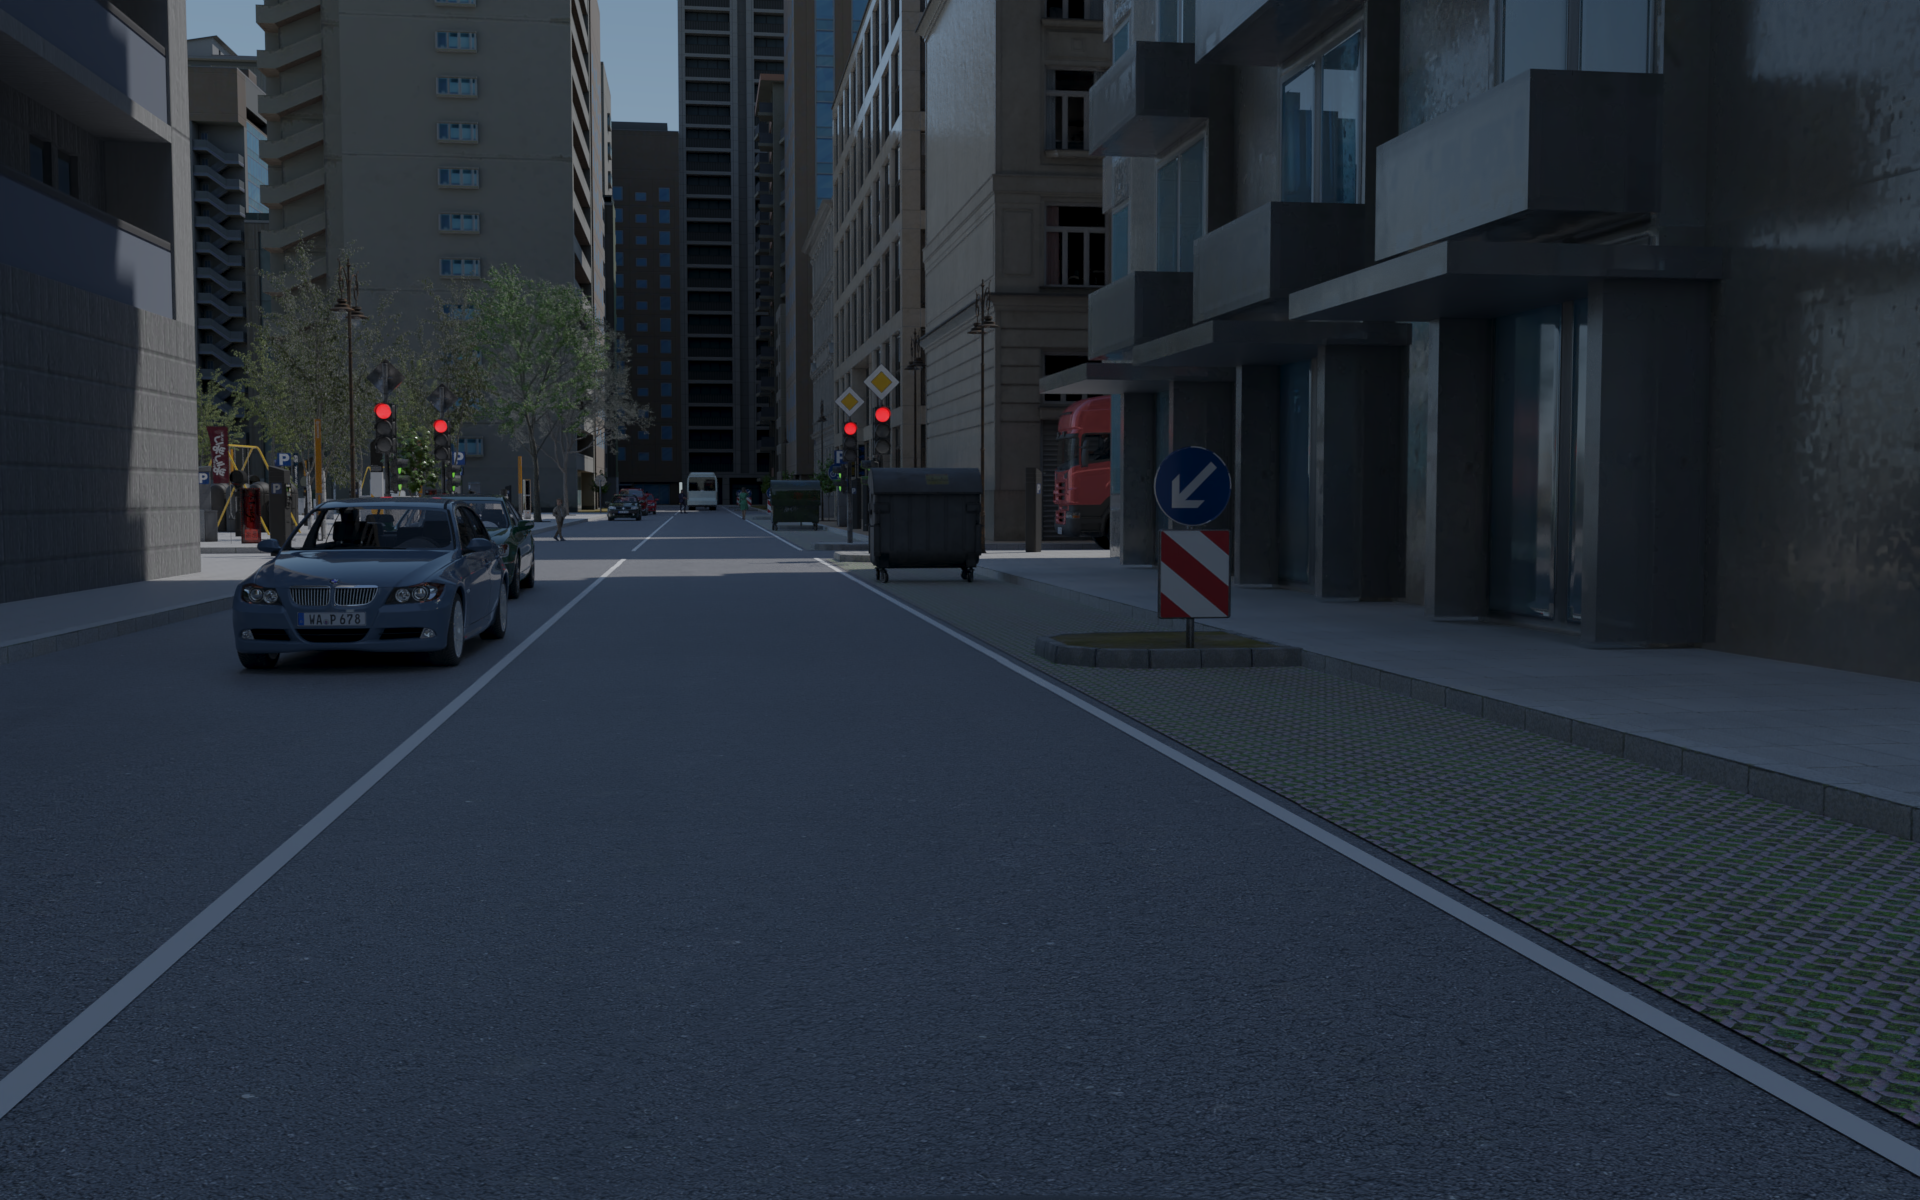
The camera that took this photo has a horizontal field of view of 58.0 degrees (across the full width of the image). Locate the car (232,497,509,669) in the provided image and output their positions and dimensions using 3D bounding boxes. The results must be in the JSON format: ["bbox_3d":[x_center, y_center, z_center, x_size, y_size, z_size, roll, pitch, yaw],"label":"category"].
[{"bbox_3d":[-5.220,-0.233,15.810,2.014,1.417,4.499,0,4,-7],"label":"car"}]

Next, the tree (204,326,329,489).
[{"bbox_3d":[-30.171,-7.737,76.856,4.737,8.622,4.395,0,3,0],"label":"tree"}]

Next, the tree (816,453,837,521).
[{"bbox_3d":[-6.084,-5.313,81.463,1.663,3.219,1.824,0,3,0],"label":"tree"}]

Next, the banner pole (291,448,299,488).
[{"bbox_3d":[-35.644,-6.286,92.786,0.401,3.779,0.863,1,4,9],"label":"banner pole"}]

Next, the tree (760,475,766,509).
[{"bbox_3d":[-16.597,-9.503,149.972,1.663,3.219,1.824,0,3,0],"label":"tree"}]

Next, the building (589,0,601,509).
[{"bbox_3d":[-37.272,-30.254,144.768,14.600,45.320,14.200,-1,4,-9],"label":"building"}]

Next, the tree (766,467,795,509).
[{"bbox_3d":[-12.289,-7.797,122.076,1.663,3.219,1.824,0,3,0],"label":"tree"}]

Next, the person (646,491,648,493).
[{"bbox_3d":[-31.621,-10.177,175.583,0.721,1.739,1.217,1,4,11],"label":"person"}]

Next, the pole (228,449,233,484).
[{"bbox_3d":[-33.135,-5.194,78.763,0.158,3.312,0.155,0,3,0],"label":"pole"}]

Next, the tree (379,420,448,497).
[{"bbox_3d":[-14.246,-3.114,45.515,1.663,3.219,1.824,0,3,0],"label":"tree"}]

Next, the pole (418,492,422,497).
[{"bbox_3d":[-20.585,-4.415,66.022,0.158,3.312,0.155,0,3,0],"label":"pole"}]

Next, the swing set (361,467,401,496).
[{"bbox_3d":[-32.818,-6.214,99.215,3.119,2.851,2.862,1,4,22],"label":"swing set"}]

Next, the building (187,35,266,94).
[{"bbox_3d":[-77.279,-37.939,209.533,27.495,52.752,28.713,-1,4,-9],"label":"building"}]

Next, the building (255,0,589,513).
[{"bbox_3d":[-38.391,-30.737,126.248,21.300,48.544,21.600,-1,4,-9],"label":"building"}]

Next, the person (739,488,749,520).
[{"bbox_3d":[-12.059,-5.369,96.530,0.600,1.795,0.529,0,4,0],"label":"person"}]

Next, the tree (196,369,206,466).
[{"bbox_3d":[-43.189,-9.092,99.013,4.737,8.622,4.395,0,3,0],"label":"tree"}]

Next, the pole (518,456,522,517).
[{"bbox_3d":[-23.716,-6.089,93.403,0.158,3.312,0.155,0,3,0],"label":"pole"}]

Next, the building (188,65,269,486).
[{"bbox_3d":[-79.444,-32.304,178.277,14.200,45.320,14.600,-1,4,-9],"label":"building"}]

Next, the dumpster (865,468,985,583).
[{"bbox_3d":[-0.588,-1.227,28.272,1.865,1.857,1.264,0,4,-8],"label":"dumpster"}]

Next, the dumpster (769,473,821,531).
[{"bbox_3d":[-6.440,-3.828,67.536,1.985,2.255,1.502,-1,4,-10],"label":"dumpster"}]

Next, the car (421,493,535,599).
[{"bbox_3d":[-7.186,-0.807,24.994,2.131,1.459,4.920,-1,4,-10],"label":"car"}]

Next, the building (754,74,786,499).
[{"bbox_3d":[-10.123,-32.202,181.119,22.147,44.769,28.867,-1,4,-9],"label":"building"}]

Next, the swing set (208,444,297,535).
[{"bbox_3d":[-23.035,-3.527,55.282,2.862,2.851,3.119,0,4,-2],"label":"swing set"}]

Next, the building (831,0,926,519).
[{"bbox_3d":[4.760,-17.089,83.918,19.350,26.468,34.151,-1,4,-9],"label":"building"}]

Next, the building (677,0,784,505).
[{"bbox_3d":[-23.862,-47.337,212.219,20.611,71.187,20.563,-1,4,-9],"label":"building"}]

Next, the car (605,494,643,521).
[{"bbox_3d":[-18.158,-5.139,93.804,2.009,1.686,4.222,-1,4,-9],"label":"car"}]

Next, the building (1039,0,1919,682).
[{"bbox_3d":[14.364,-24.635,22.392,23.786,49.044,30.456,-1,4,-9],"label":"building"}]

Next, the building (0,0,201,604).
[{"bbox_3d":[-25.639,-29.244,20.147,28.212,58.520,21.231,-1,4,-9],"label":"building"}]

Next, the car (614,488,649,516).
[{"bbox_3d":[-21.772,-6.498,114.915,2.281,1.827,5.304,-1,4,-8],"label":"car"}]

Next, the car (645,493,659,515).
[{"bbox_3d":[-22.258,-6.888,121.664,2.155,1.783,4.494,-1,4,-10],"label":"car"}]

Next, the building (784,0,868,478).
[{"bbox_3d":[-5.939,-29.402,130.825,14.600,45.320,14.200,-1,4,-9],"label":"building"}]

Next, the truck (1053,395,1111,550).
[{"bbox_3d":[7.385,-3.328,43.332,11.283,4.237,2.839,0,4,-7],"label":"truck"}]

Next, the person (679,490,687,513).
[{"bbox_3d":[-20.383,-7.264,127.712,0.568,1.767,0.683,3,4,38],"label":"person"}]

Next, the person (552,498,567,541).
[{"bbox_3d":[-12.203,-2.451,52.852,0.640,1.303,0.475,3,4,36],"label":"person"}]

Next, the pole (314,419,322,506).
[{"bbox_3d":[-17.509,-3.268,47.278,0.158,3.312,0.155,0,3,0],"label":"pole"}]

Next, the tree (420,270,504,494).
[{"bbox_3d":[-16.883,-6.526,57.066,4.360,8.622,3.978,0,3,0],"label":"tree"}]

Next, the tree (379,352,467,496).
[{"bbox_3d":[-27.988,-8.525,89.751,4.737,8.622,4.395,0,3,0],"label":"tree"}]

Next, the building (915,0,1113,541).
[{"bbox_3d":[13.917,-13.596,55.573,30.059,22.955,16.112,-1,4,-9],"label":"building"}]

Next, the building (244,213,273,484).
[{"bbox_3d":[-65.268,-24.997,180.407,14.107,30.474,14.160,-1,4,-9],"label":"building"}]

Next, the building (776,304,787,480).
[{"bbox_3d":[-1.790,-18.892,153.926,27.650,21.520,28.899,-1,4,-9],"label":"building"}]

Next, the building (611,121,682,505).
[{"bbox_3d":[-40.681,-34.111,207.820,14.200,45.320,14.600,-1,4,-9],"label":"building"}]

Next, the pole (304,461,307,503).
[{"bbox_3d":[-39.954,-6.844,105.744,0.158,3.312,0.155,0,3,0],"label":"pole"}]

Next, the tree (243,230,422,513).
[{"bbox_3d":[-17.967,-6.056,49.377,4.360,8.622,3.978,0,3,0],"label":"tree"}]

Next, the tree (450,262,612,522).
[{"bbox_3d":[-19.441,-9.355,78.711,9.928,11.665,9.643,0,3,0],"label":"tree"}]

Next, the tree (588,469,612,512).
[{"bbox_3d":[-25.645,-7.934,124.318,1.663,3.219,1.824,0,3,0],"label":"tree"}]

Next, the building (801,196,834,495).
[{"bbox_3d":[-3.696,-16.790,110.675,11.583,22.565,21.152,-1,4,-9],"label":"building"}]

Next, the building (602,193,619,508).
[{"bbox_3d":[-39.054,-23.718,159.488,14.160,30.474,14.107,-1,4,-9],"label":"building"}]

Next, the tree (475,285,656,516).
[{"bbox_3d":[-23.571,-11.769,102.800,12.009,13.543,11.850,0,3,0],"label":"tree"}]

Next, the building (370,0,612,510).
[{"bbox_3d":[-47.143,-33.987,179.392,21.600,48.544,21.300,-1,4,-9],"label":"building"}]
